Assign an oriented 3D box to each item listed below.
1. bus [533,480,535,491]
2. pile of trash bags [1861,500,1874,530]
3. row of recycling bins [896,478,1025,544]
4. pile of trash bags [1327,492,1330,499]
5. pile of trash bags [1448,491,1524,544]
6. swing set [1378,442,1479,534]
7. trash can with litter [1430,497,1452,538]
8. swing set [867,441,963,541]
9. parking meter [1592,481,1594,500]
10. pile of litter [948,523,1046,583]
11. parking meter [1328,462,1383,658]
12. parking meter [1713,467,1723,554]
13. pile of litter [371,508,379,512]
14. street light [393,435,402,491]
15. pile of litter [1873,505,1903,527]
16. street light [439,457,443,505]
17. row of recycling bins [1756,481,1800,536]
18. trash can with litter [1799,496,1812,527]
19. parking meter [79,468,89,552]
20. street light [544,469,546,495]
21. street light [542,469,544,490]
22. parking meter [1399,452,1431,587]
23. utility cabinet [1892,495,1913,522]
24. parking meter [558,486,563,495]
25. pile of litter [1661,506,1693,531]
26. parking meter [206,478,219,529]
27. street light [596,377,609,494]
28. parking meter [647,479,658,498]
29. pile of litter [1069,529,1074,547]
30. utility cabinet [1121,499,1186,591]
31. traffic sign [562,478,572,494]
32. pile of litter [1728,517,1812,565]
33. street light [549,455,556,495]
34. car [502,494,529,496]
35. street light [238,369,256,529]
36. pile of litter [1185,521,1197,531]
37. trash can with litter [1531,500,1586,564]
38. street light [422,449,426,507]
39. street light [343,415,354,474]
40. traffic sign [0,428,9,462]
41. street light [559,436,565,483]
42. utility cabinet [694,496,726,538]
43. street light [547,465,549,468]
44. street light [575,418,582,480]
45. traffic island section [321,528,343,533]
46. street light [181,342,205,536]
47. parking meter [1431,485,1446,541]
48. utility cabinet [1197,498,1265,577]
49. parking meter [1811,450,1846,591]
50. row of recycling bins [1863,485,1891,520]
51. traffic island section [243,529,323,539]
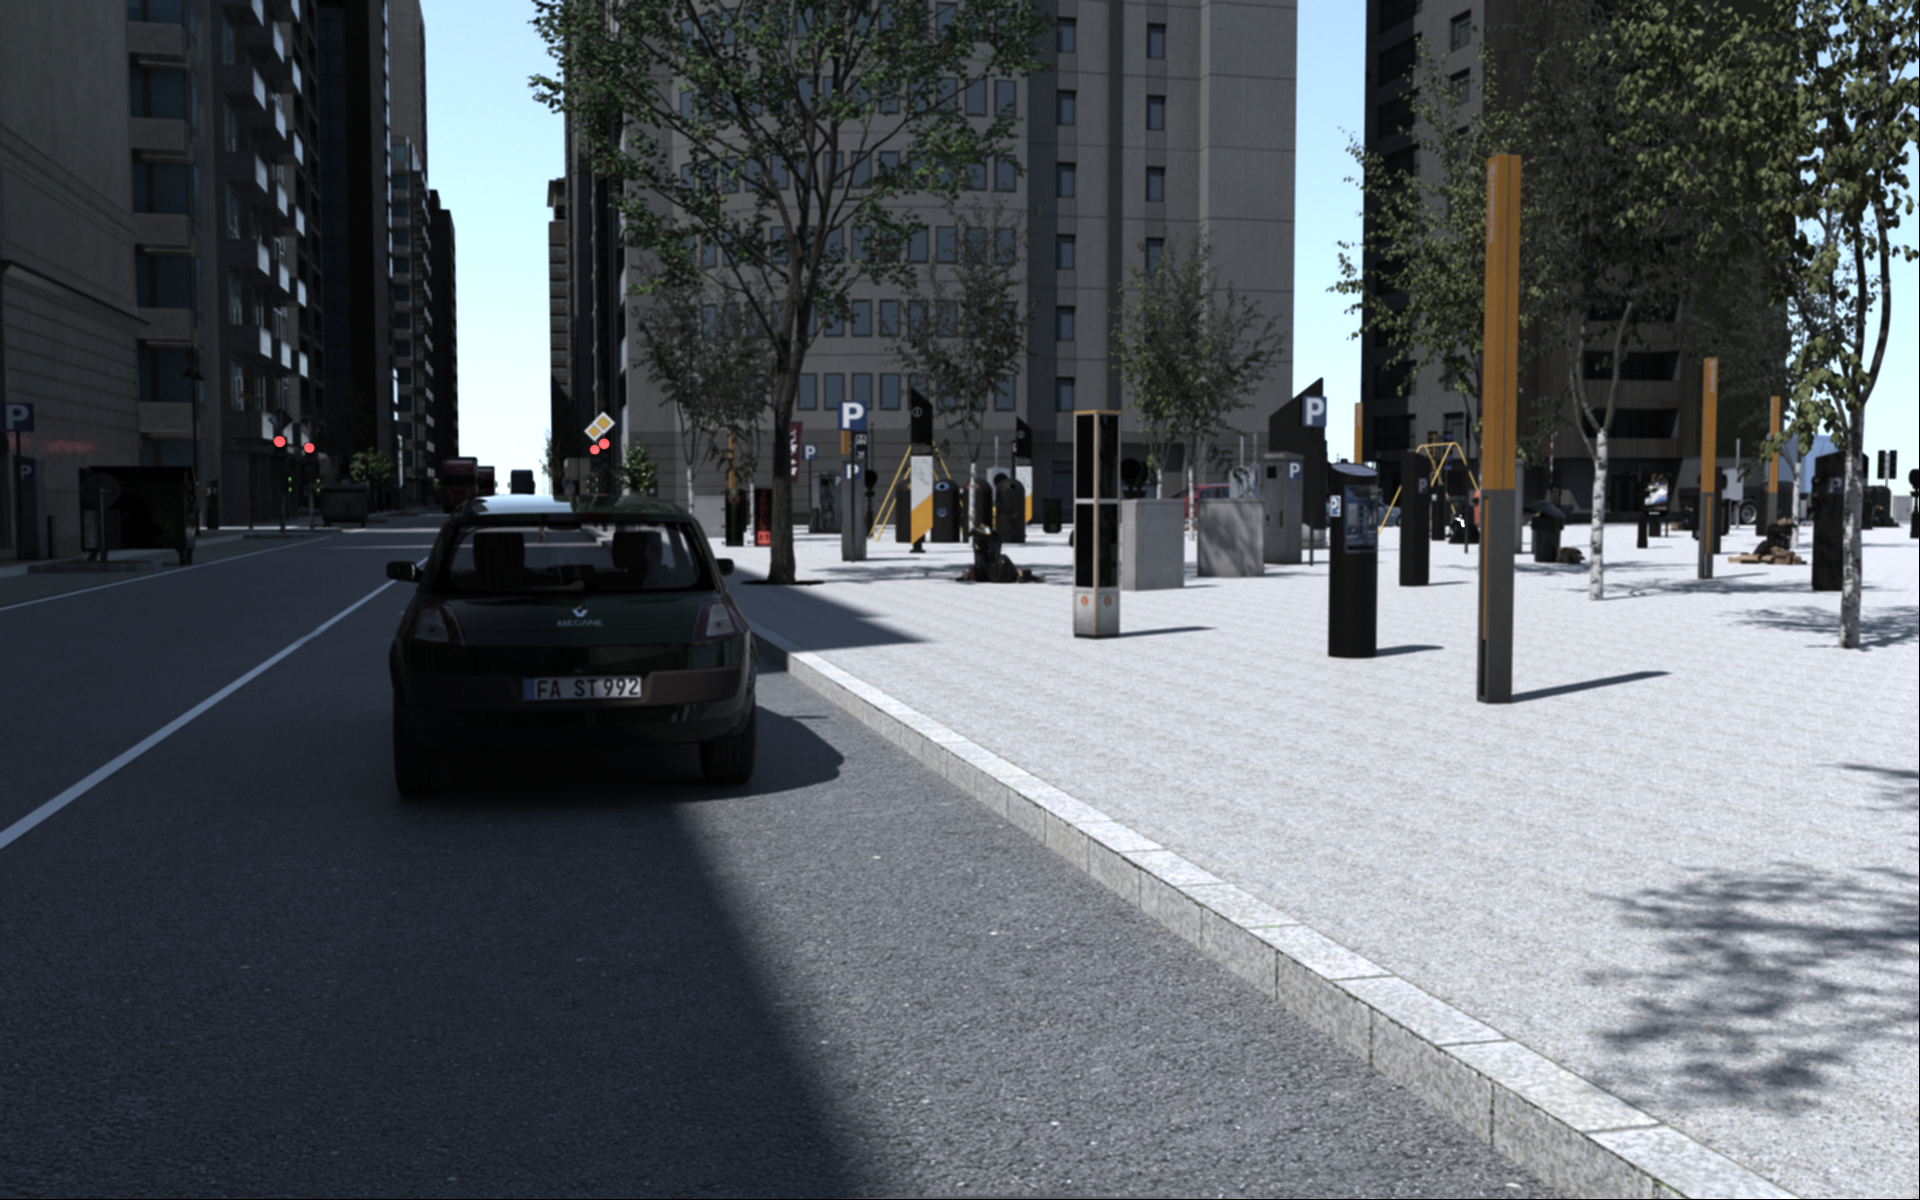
[{"bbox_3d":[-67.919,-17.070,270.648,2.896,3.916,12.252,-1,4,-15],"label":"bus"},{"bbox_3d":[31.886,-3.224,62.471,1.912,1.369,3.447,2,4,31],"label":"pile of trash bags"},{"bbox_3d":[-0.001,-2.355,45.614,3.534,1.692,1.069,1,4,13],"label":"row of recycling bins"},{"bbox_3d":[32.160,-8.855,154.539,3.447,1.369,1.912,1,4,15],"label":"pile of trash bags"},{"bbox_3d":[13.518,-2.132,44.616,1.912,1.369,3.447,1,4,19],"label":"pile of trash bags"},{"bbox_3d":[14.884,-3.439,53.852,2.862,2.851,3.119,0,4,-4],"label":"swing set"},{"bbox_3d":[14.513,-2.421,50.636,2.233,1.210,1.678,0,4,-1],"label":"trash can with litter"},{"bbox_3d":[-1.072,-3.110,48.474,2.862,2.851,3.119,0,4,-7],"label":"swing set"},{"bbox_3d":[24.585,-3.732,66.722,0.399,1.863,0.255,0,4,-5],"label":"parking meter"},{"bbox_3d":[0.551,-0.707,25.530,1.176,0.858,1.719,-2,4,-27],"label":"pile of litter"},{"bbox_3d":[3.100,-0.320,13.647,0.372,1.533,0.369,0,3,0],"label":"parking meter"},{"bbox_3d":[16.080,-1.911,36.949,0.255,1.863,0.399,1,4,13],"label":"parking meter"},{"bbox_3d":[-42.170,-6.682,123.213,1.719,0.858,1.176,-1,4,-22],"label":"pile of litter"},{"bbox_3d":[-44.823,-10.135,138.500,0.468,5.910,1.993,-1,4,-14],"label":"street light"},{"bbox_3d":[35.516,-3.247,67.056,1.176,0.858,1.719,-3,5,-44],"label":"pile of litter"},{"bbox_3d":[-62.580,-14.455,209.125,0.468,5.910,1.993,-1,4,-14],"label":"street light"},{"bbox_3d":[25.452,-2.866,53.965,1.069,1.692,3.534,2,4,33],"label":"row of recycling bins"},{"bbox_3d":[33.755,-3.558,69.236,2.233,1.210,1.678,-1,4,-20],"label":"trash can with litter"},{"bbox_3d":[-19.417,-2.015,38.652,0.399,1.863,0.255,2,4,27],"label":"parking meter"},{"bbox_3d":[-53.179,-15.372,224.111,0.468,5.910,1.993,-1,4,-14],"label":"street light"},{"bbox_3d":[-62.043,-17.505,258.988,0.468,5.910,1.993,-1,4,-14],"label":"street light"},{"bbox_3d":[6.350,-1.128,24.147,0.399,1.863,0.255,-3,4,-37],"label":"parking meter"},{"bbox_3d":[44.126,-4.277,81.088,1.020,1.237,0.306,-2,4,-24],"label":"utility cabinet"},{"bbox_3d":[-30.689,-7.807,133.356,0.399,1.863,0.255,0,4,-4],"label":"parking meter"},{"bbox_3d":[25.499,-2.864,60.791,1.719,0.858,1.176,3,4,37],"label":"pile of litter"},{"bbox_3d":[-27.268,-3.513,63.150,0.255,1.863,0.399,1,4,19],"label":"parking meter"},{"bbox_3d":[-14.108,-5.842,68.307,0.468,5.910,1.993,-1,4,-14],"label":"street light"},{"bbox_3d":[-11.918,-3.753,67.079,0.399,1.863,0.255,0,4,0],"label":"parking meter"},{"bbox_3d":[3.289,-1.723,42.135,1.176,0.858,1.719,3,5,40],"label":"pile of litter"},{"bbox_3d":[2.591,-0.741,23.273,1.020,1.237,0.306,-3,5,-44],"label":"utility cabinet"},{"bbox_3d":[-25.147,-6.651,110.869,0.606,2.300,0.079,-1,4,-11],"label":"traffic sign"},{"bbox_3d":[14.958,-1.101,31.966,1.176,0.858,1.719,0,4,-4],"label":"pile of litter"},{"bbox_3d":[-41.857,-12.582,178.508,0.468,5.910,1.993,-1,4,-14],"label":"street light"},{"bbox_3d":[-19.778,-4.000,77.202,2.131,1.459,4.920,-1,4,-15],"label":"car"},{"bbox_3d":[-26.204,-5.568,63.823,0.468,5.910,1.993,-1,4,-14],"label":"street light"},{"bbox_3d":[8.276,-2.855,60.639,1.176,0.858,1.719,0,4,7],"label":"pile of litter"},{"bbox_3d":[11.182,-1.279,32.292,0.624,1.170,1.055,-2,4,-33],"label":"trash can with litter"},{"bbox_3d":[-53.836,-12.320,174.218,0.468,5.910,1.993,-1,4,-14],"label":"street light"},{"bbox_3d":[-34.887,-7.715,98.920,0.468,5.910,1.993,-1,4,-14],"label":"street light"},{"bbox_3d":[-17.493,-1.899,31.148,0.768,2.556,0.104,-1,4,-8],"label":"traffic sign"},{"bbox_3d":[-33.012,-10.449,143.626,0.468,5.910,1.993,-1,4,-14],"label":"street light"},{"bbox_3d":[-7.377,-2.416,50.661,1.020,1.237,0.306,-1,4,-16],"label":"utility cabinet"},{"bbox_3d":[-50.485,-14.719,213.444,0.468,5.910,1.993,-1,4,-14],"label":"street light"},{"bbox_3d":[-22.745,-7.979,103.240,0.468,5.910,1.993,-1,4,-14],"label":"street light"},{"bbox_3d":[-24.054,-2.567,64.244,2.009,0.180,2.903,-1,4,-14],"label":"traffic island section"},{"bbox_3d":[-23.405,-4.906,52.996,0.468,5.910,1.993,-1,4,-14],"label":"street light"},{"bbox_3d":[13.204,-2.408,47.784,0.372,1.533,0.369,0,3,0],"label":"parking meter"},{"bbox_3d":[4.216,-0.969,27.000,1.020,1.237,0.306,0,4,4],"label":"utility cabinet"},{"bbox_3d":[11.494,-1.051,22.895,0.399,1.863,0.255,0,4,6],"label":"parking meter"},{"bbox_3d":[44.184,-4.721,84.295,1.069,1.692,3.534,0,4,3],"label":"row of recycling bins"},{"bbox_3d":[-22.106,-2.093,56.499,2.009,0.180,2.903,-1,4,-14],"label":"traffic island section"}]
